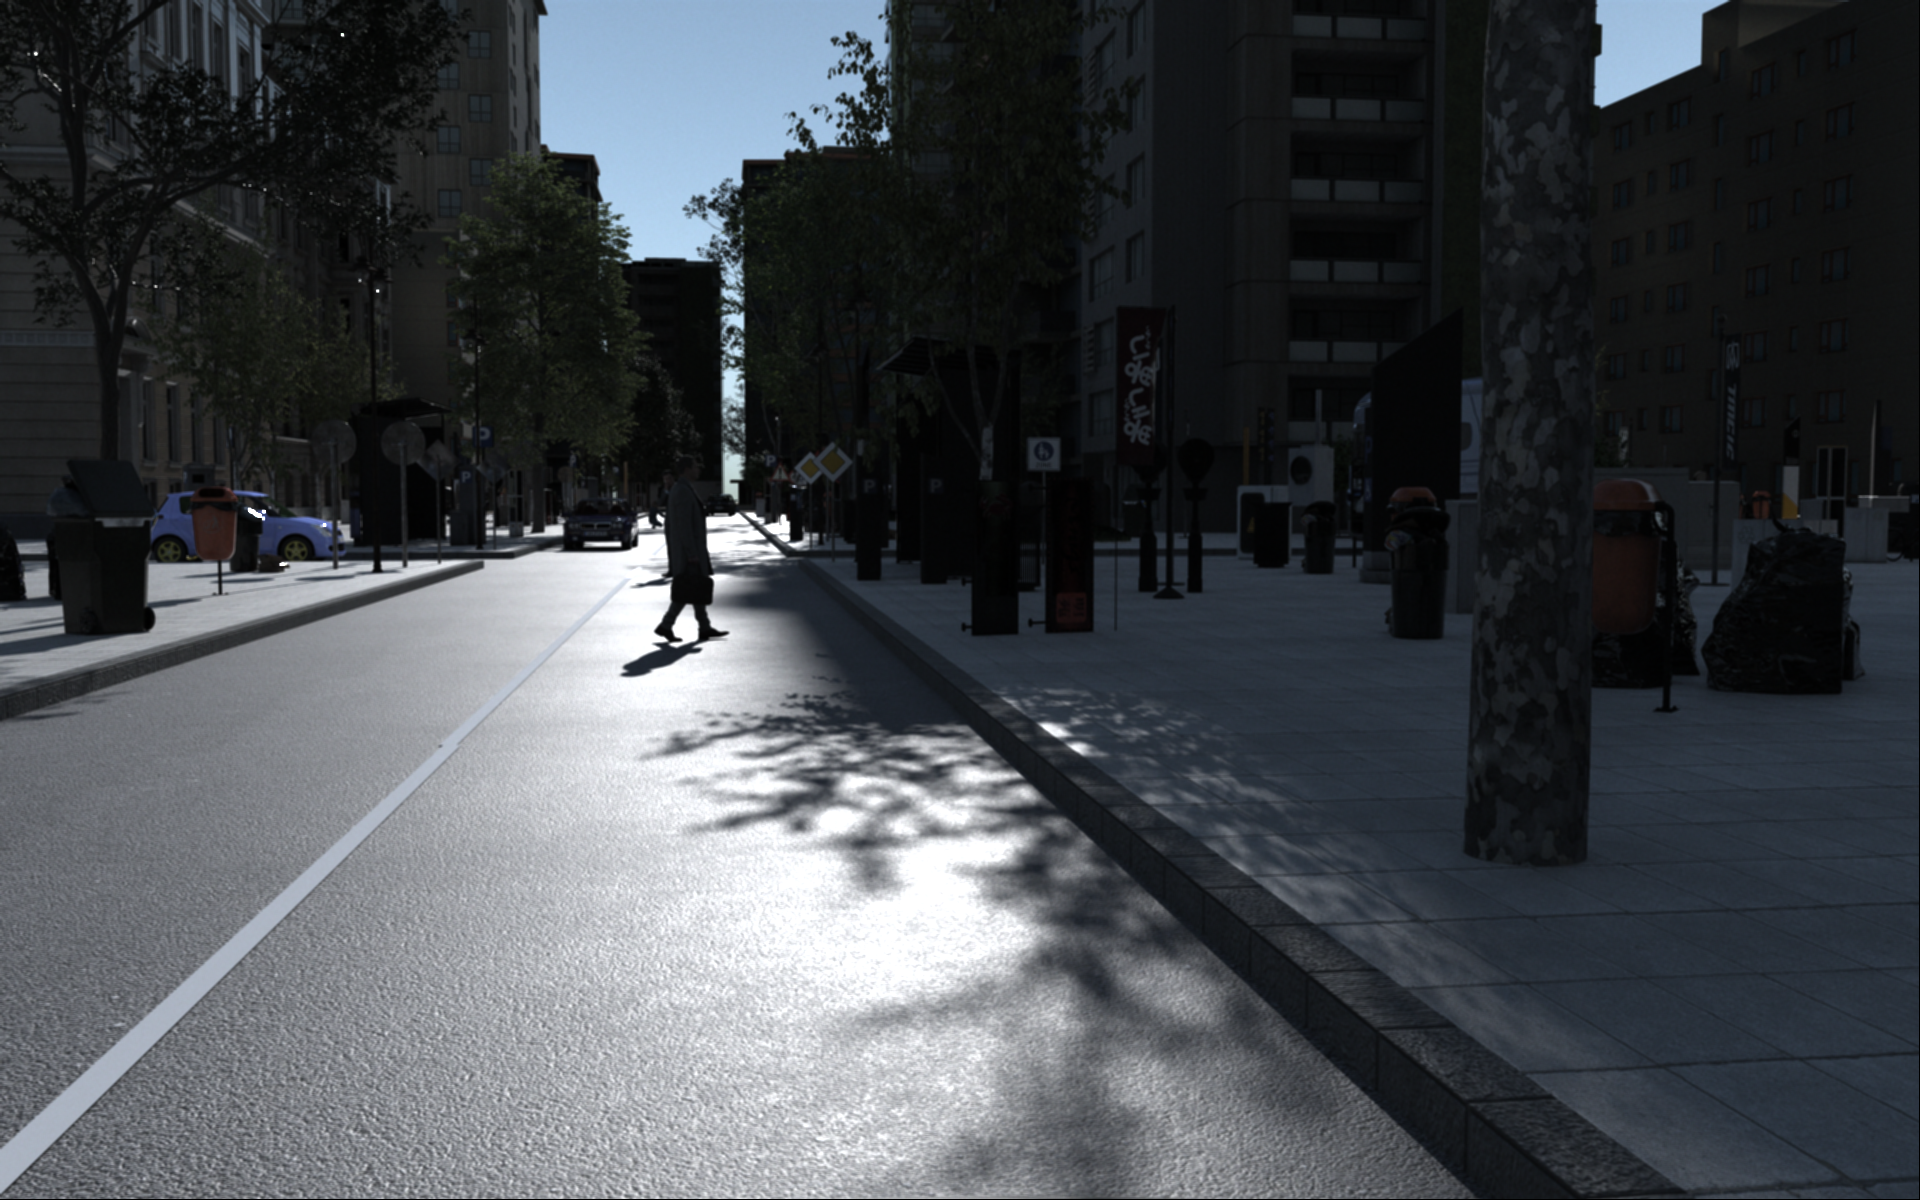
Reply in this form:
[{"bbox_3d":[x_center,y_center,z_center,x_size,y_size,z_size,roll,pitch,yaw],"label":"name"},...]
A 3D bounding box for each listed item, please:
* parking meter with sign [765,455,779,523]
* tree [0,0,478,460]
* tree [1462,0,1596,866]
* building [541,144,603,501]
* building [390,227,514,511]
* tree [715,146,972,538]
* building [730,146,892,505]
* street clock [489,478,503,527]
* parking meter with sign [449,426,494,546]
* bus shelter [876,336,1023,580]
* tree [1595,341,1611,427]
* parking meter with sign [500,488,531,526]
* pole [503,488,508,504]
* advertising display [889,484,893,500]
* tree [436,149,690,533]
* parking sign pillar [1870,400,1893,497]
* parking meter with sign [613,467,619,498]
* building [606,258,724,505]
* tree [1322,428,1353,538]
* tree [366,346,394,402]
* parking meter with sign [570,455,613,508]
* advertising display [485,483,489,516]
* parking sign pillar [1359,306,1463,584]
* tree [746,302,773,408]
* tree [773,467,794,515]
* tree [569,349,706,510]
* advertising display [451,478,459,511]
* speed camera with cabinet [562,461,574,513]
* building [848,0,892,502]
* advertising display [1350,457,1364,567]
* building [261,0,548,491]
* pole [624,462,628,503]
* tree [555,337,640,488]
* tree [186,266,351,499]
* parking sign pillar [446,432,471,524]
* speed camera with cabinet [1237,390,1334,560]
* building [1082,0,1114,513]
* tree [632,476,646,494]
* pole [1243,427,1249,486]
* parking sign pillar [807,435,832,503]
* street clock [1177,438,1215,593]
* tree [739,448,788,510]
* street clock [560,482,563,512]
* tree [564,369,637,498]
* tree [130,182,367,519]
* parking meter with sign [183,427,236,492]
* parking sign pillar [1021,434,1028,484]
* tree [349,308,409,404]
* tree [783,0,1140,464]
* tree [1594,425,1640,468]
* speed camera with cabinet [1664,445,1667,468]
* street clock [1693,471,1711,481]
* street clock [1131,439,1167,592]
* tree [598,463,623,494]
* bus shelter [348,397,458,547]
[{"bbox_3d":[-8.352,-4.959,77.333,0.543,3.016,1.738,0,4,-1],"label":"parking meter with sign"},{"bbox_3d":[-8.721,-5.119,18.115,8.767,10.594,7.601,1,4,18],"label":"tree"},{"bbox_3d":[2.673,-9.235,6.885,12.611,20.169,13.585,0,3,0],"label":"tree"},{"bbox_3d":[-59.152,-34.231,214.307,28.867,44.769,22.147,0,4,-8],"label":"building"},{"bbox_3d":[-48.117,-17.129,125.104,27.650,21.520,28.899,0,4,-8],"label":"building"},{"bbox_3d":[-3.339,-7.668,51.129,9.928,11.665,9.643,0,3,0],"label":"tree"},{"bbox_3d":[-14.925,-34.641,220.997,28.867,44.769,22.147,0,4,-8],"label":"building"},{"bbox_3d":[-17.855,-3.799,66.689,0.358,2.002,0.471,3,5,45],"label":"street clock"},{"bbox_3d":[-12.345,-2.901,43.697,0.543,3.016,1.738,0,4,8],"label":"parking meter with sign"},{"bbox_3d":[-0.263,-2.309,29.042,1.731,3.624,6.357,0,4,-8],"label":"bus shelter"},{"bbox_3d":[22.700,-7.116,66.714,4.360,8.622,3.978,0,3,0],"label":"tree"},{"bbox_3d":[-17.867,-4.538,70.456,1.738,3.016,0.543,0,4,0],"label":"parking meter with sign"},{"bbox_3d":[-19.470,-4.912,74.148,0.158,3.312,0.155,0,3,0],"label":"pole"},{"bbox_3d":[-4.828,-6.676,114.368,0.974,1.923,0.123,3,5,43],"label":"advertising display"},{"bbox_3d":[-13.774,-8.535,57.668,7.486,12.596,7.792,0,3,0],"label":"tree"},{"bbox_3d":[26.641,-3.772,50.145,1.447,3.967,1.447,2,4,24],"label":"parking sign pillar"},{"bbox_3d":[-22.522,-7.003,110.756,1.738,3.016,0.543,3,5,44],"label":"parking meter with sign"},{"bbox_3d":[-36.536,-27.113,214.992,14.107,30.474,14.160,0,4,-8],"label":"building"},{"bbox_3d":[10.963,-3.423,50.571,1.663,3.219,1.824,0,3,0],"label":"tree"},{"bbox_3d":[-22.605,-6.794,61.438,4.737,8.622,4.395,0,3,0],"label":"tree"},{"bbox_3d":[-16.593,-4.980,77.682,0.543,3.016,1.738,3,5,44],"label":"parking meter with sign"},{"bbox_3d":[-27.620,-5.825,100.451,0.123,1.923,0.974,1,4,14],"label":"advertising display"},{"bbox_3d":[6.532,-2.235,25.019,1.447,3.967,1.447,0,4,-5],"label":"parking sign pillar"},{"bbox_3d":[-5.741,-6.863,62.573,4.737,8.622,4.395,0,3,0],"label":"tree"},{"bbox_3d":[-11.336,-6.939,108.050,1.663,3.219,1.824,0,3,0],"label":"tree"},{"bbox_3d":[-25.496,-13.449,136.903,9.611,12.733,9.660,0,3,0],"label":"tree"},{"bbox_3d":[-20.920,-4.082,71.946,0.123,1.923,0.974,0,4,2],"label":"advertising display"},{"bbox_3d":[-23.350,-6.652,103.091,0.660,3.252,2.038,-1,4,-10],"label":"speed camera with cabinet"},{"bbox_3d":[1.503,-52.117,164.783,22.319,86.520,31.000,0,4,-8],"label":"building"},{"bbox_3d":[7.253,-1.516,29.999,0.974,1.923,0.123,2,4,34],"label":"advertising display"},{"bbox_3d":[-53.373,-34.951,160.681,27.495,52.752,28.713,0,4,-8],"label":"building"},{"bbox_3d":[-20.990,-7.030,108.782,0.158,3.312,0.155,0,3,0],"label":"pole"},{"bbox_3d":[-17.506,-8.052,82.018,4.360,8.622,3.978,0,3,0],"label":"tree"},{"bbox_3d":[-22.019,-6.377,54.626,4.360,8.622,3.978,0,3,0],"label":"tree"},{"bbox_3d":[-21.706,-5.329,75.600,1.447,3.967,1.447,0,4,-2],"label":"parking sign pillar"},{"bbox_3d":[6.235,-2.384,33.313,0.660,3.252,2.038,-2,4,-35],"label":"speed camera with cabinet"},{"bbox_3d":[2.639,-27.219,128.622,14.154,41.232,14.086,0,4,-8],"label":"building"},{"bbox_3d":[-28.571,-9.905,156.541,1.663,3.219,1.824,0,3,0],"label":"tree"},{"bbox_3d":[8.736,-3.613,52.922,0.158,3.312,0.155,0,3,0],"label":"pole"},{"bbox_3d":[-6.451,-5.574,79.612,1.447,3.967,1.447,3,5,40],"label":"parking sign pillar"},{"bbox_3d":[3.067,-1.101,22.564,0.471,2.002,0.358,0,4,5],"label":"street clock"},{"bbox_3d":[-13.970,-8.629,124.796,4.285,4.588,4.351,0,3,0],"label":"tree"},{"bbox_3d":[-24.198,-6.170,105.455,0.358,2.002,0.471,-1,4,-12],"label":"street clock"},{"bbox_3d":[-19.765,-8.925,96.280,4.737,8.622,4.395,0,3,0],"label":"tree"},{"bbox_3d":[-16.965,-5.507,40.400,4.737,8.622,4.395,0,3,0],"label":"tree"},{"bbox_3d":[-19.539,-2.947,44.440,1.738,3.016,0.543,-3,4,-39],"label":"parking meter with sign"},{"bbox_3d":[2.105,-5.051,71.048,1.447,3.967,1.447,1,4,17],"label":"parking sign pillar"},{"bbox_3d":[-23.100,-7.104,66.520,4.360,8.622,3.978,0,3,0],"label":"tree"},{"bbox_3d":[0.199,-4.200,19.040,4.737,8.622,4.395,0,3,0],"label":"tree"},{"bbox_3d":[17.872,-3.304,48.614,1.663,3.219,1.824,0,3,0],"label":"tree"},{"bbox_3d":[28.209,-4.676,70.784,0.660,3.252,2.038,-1,4,-12],"label":"speed camera with cabinet"},{"bbox_3d":[23.461,-3.073,54.809,0.471,2.002,0.358,0,4,0],"label":"street clock"},{"bbox_3d":[2.474,-1.110,22.719,0.471,2.002,0.358,2,4,33],"label":"street clock"},{"bbox_3d":[-21.669,-6.819,106.091,1.663,3.219,1.824,0,3,0],"label":"tree"},{"bbox_3d":[-14.385,-3.289,45.060,1.731,3.624,6.357,0,4,-8],"label":"bus shelter"}]
